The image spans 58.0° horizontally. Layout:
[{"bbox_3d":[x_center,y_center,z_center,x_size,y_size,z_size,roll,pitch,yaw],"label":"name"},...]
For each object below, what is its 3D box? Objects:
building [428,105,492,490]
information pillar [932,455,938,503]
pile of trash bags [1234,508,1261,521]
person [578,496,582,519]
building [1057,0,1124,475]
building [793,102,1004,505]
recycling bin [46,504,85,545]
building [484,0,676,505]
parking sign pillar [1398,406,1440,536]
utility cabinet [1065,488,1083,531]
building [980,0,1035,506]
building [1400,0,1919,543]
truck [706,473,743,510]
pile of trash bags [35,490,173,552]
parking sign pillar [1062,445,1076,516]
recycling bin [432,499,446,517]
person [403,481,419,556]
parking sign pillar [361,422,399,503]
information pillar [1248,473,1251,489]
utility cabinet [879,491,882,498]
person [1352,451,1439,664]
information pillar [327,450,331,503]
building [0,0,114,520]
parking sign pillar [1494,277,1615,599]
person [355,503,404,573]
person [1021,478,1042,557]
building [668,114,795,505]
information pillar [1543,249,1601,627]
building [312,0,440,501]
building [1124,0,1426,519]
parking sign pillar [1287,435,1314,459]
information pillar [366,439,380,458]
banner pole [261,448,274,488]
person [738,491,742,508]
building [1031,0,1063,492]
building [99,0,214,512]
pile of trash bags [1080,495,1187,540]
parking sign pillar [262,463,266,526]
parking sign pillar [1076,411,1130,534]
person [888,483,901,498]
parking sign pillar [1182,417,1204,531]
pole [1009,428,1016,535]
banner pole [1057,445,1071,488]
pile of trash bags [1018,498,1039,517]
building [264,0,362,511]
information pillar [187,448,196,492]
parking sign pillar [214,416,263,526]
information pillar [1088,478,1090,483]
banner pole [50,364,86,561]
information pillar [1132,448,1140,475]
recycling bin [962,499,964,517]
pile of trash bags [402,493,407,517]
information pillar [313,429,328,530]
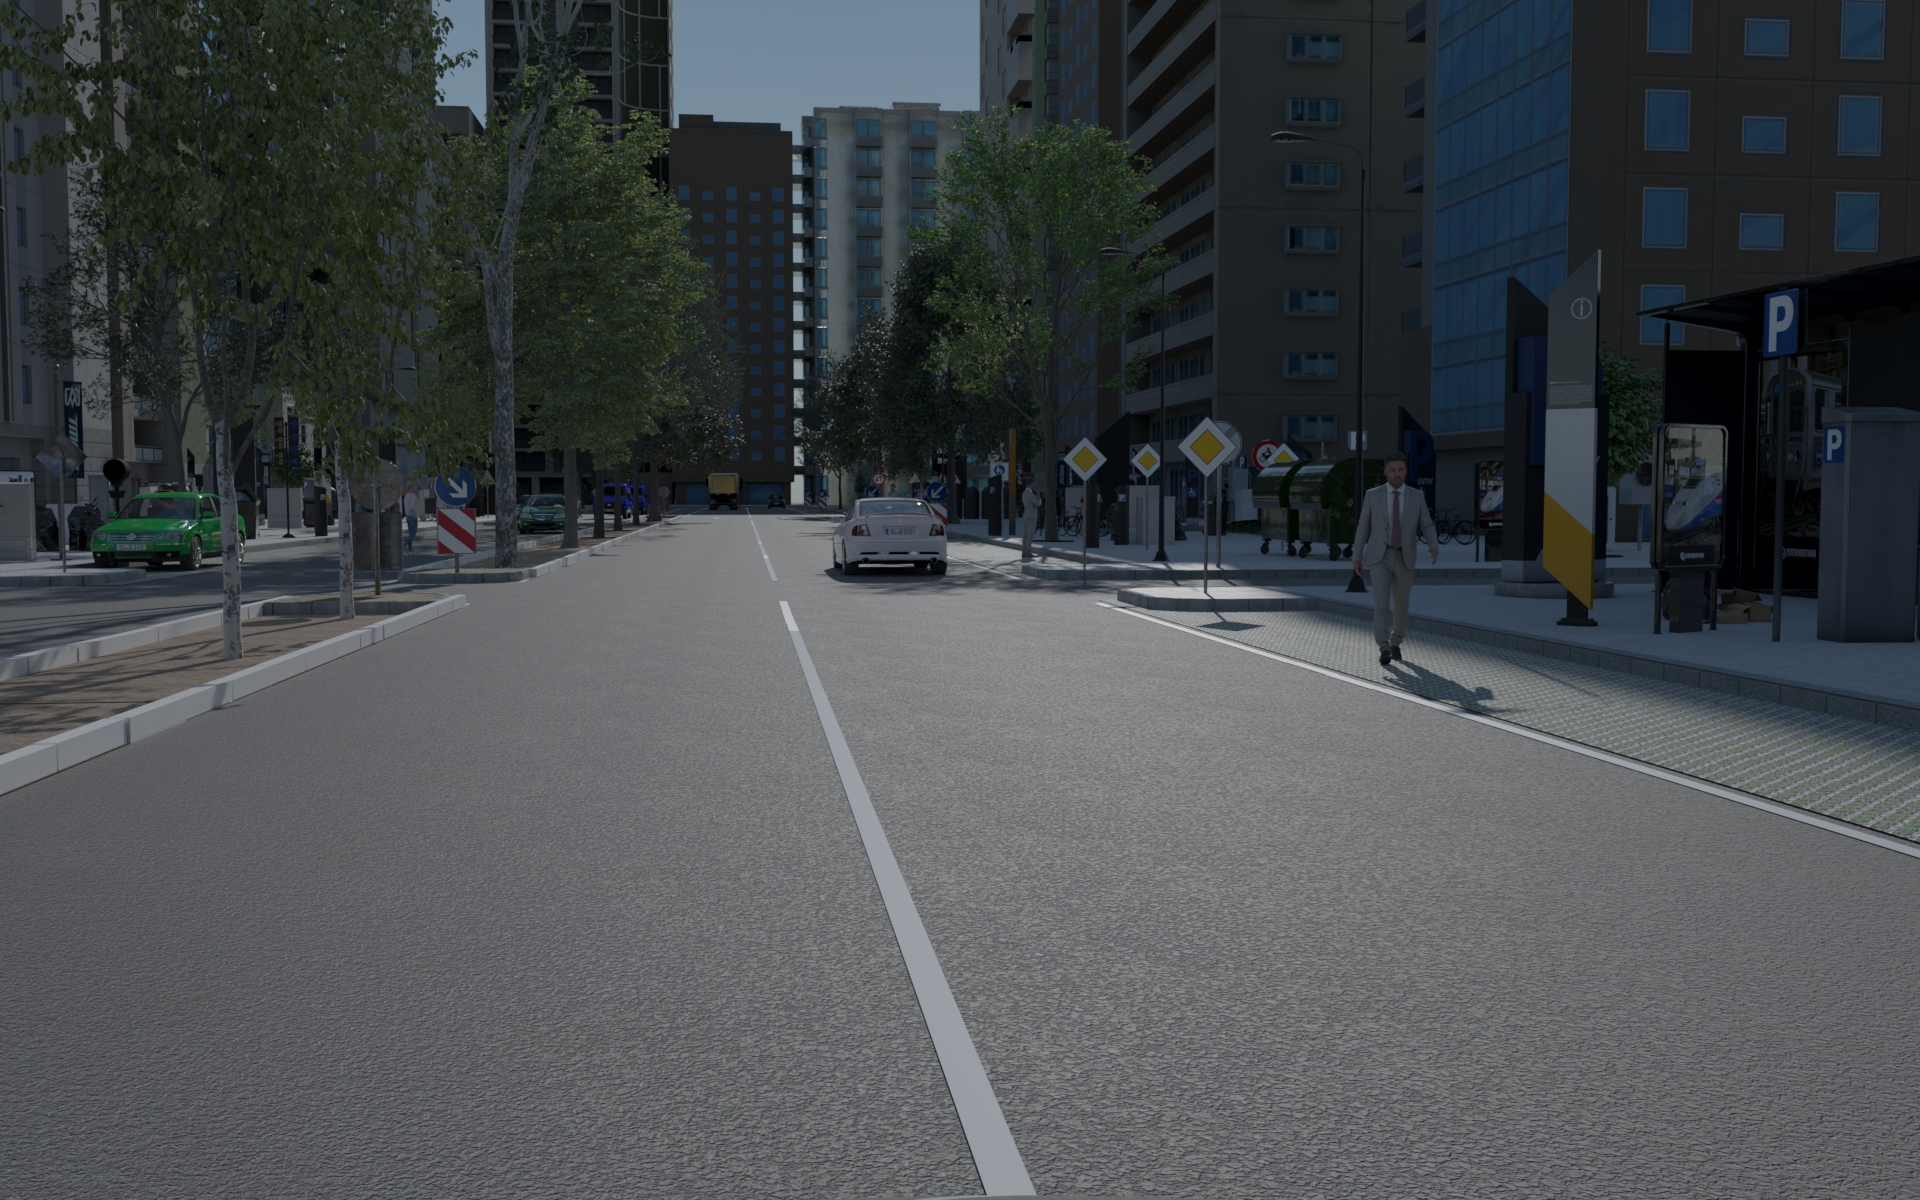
[{"bbox_3d":[-67.229,-35.617,206.031,21.600,48.544,21.300,0,4,-7],"label":"building"},{"bbox_3d":[-1.190,-5.509,81.425,0.183,3.616,0.504,2,4,24],"label":"information pillar"},{"bbox_3d":[10.891,-3.415,65.583,3.447,1.369,1.912,-1,4,-19],"label":"pile of trash bags"},{"bbox_3d":[-22.052,-5.357,100.330,0.306,1.304,0.590,1,4,21],"label":"person"},{"bbox_3d":[14.859,-28.702,119.387,14.600,45.320,14.200,0,4,-7],"label":"building"},{"bbox_3d":[-5.672,-36.395,214.667,30.456,49.044,23.786,0,4,-7],"label":"building"},{"bbox_3d":[-22.782,-1.938,44.246,0.722,1.027,0.722,1,4,14],"label":"recycling bin"},{"bbox_3d":[-44.933,-47.065,207.760,20.611,71.187,20.563,0,4,-7],"label":"building"},{"bbox_3d":[14.060,-3.965,53.307,1.447,3.967,1.447,-2,4,-34],"label":"parking sign pillar"},{"bbox_3d":[4.095,-3.091,59.221,0.318,1.500,1.173,-3,4,-36],"label":"utility cabinet"},{"bbox_3d":[16.788,-34.661,155.949,28.713,52.752,27.495,0,4,-7],"label":"building"},{"bbox_3d":[22.807,-24.562,51.694,14.200,45.320,14.600,0,4,-7],"label":"building"},{"bbox_3d":[-21.601,-9.941,158.454,3.469,3.379,9.791,0,4,-7],"label":"truck"},{"bbox_3d":[-19.639,-1.814,39.409,3.447,1.369,1.912,-1,4,-22],"label":"pile of trash bags"},{"bbox_3d":[6.310,-6.491,94.603,1.447,3.967,1.447,1,4,23],"label":"parking sign pillar"},{"bbox_3d":[-29.402,-5.205,97.655,0.722,1.027,0.722,-1,4,-12],"label":"recycling bin"},{"bbox_3d":[-12.738,-1.887,40.022,0.731,1.740,0.598,3,5,39],"label":"person"},{"bbox_3d":[-21.680,-4.662,64.694,1.447,3.967,1.447,0,4,-7],"label":"parking sign pillar"},{"bbox_3d":[10.064,-3.472,61.263,0.304,2.012,0.304,-3,5,-42],"label":"information pillar"},{"bbox_3d":[-5.005,-5.752,102.728,0.318,1.500,1.173,2,4,24],"label":"utility cabinet"},{"bbox_3d":[3.678,-0.360,14.666,0.678,1.792,0.850,0,4,8],"label":"person"},{"bbox_3d":[-33.755,-6.186,92.500,0.183,3.616,0.504,1,4,9],"label":"information pillar"},{"bbox_3d":[-44.330,-31.444,56.109,21.231,58.520,28.212,0,4,-7],"label":"building"},{"bbox_3d":[7.488,-2.035,21.738,1.447,3.967,1.447,-1,4,-21],"label":"parking sign pillar"},{"bbox_3d":[-10.373,-1.377,30.992,0.713,1.824,0.794,2,4,35],"label":"person"},{"bbox_3d":[1.637,-1.860,39.097,0.466,1.800,0.511,-2,4,-29],"label":"person"},{"bbox_3d":[-27.323,-34.123,208.018,14.200,45.320,14.600,0,4,-7],"label":"building"},{"bbox_3d":[5.953,-1.558,16.828,0.504,3.616,0.183,3,4,38],"label":"information pillar"},{"bbox_3d":[-59.938,-34.078,146.407,27.495,52.752,28.713,0,4,-7],"label":"building"},{"bbox_3d":[21.590,-28.746,93.706,21.300,48.544,21.600,0,4,-7],"label":"building"},{"bbox_3d":[15.312,-5.494,78.296,1.447,3.967,1.447,3,5,41],"label":"parking sign pillar"},{"bbox_3d":[-20.892,-4.298,61.626,0.504,3.616,0.183,0,4,-2],"label":"information pillar"},{"bbox_3d":[-37.270,-6.326,93.439,0.401,3.779,0.863,3,5,43],"label":"banner pole"},{"bbox_3d":[-23.030,-10.442,179.773,0.990,1.755,0.434,1,4,18],"label":"person"},{"bbox_3d":[12.396,-27.513,133.430,14.154,41.232,14.086,0,4,-7],"label":"building"},{"bbox_3d":[-46.826,-24.590,85.647,14.154,41.232,14.086,0,4,-7],"label":"building"},{"bbox_3d":[4.716,-2.365,48.428,1.912,1.369,3.447,-3,5,-45],"label":"pile of trash bags"},{"bbox_3d":[-28.979,-5.002,70.261,1.447,3.967,1.447,-2,4,-35],"label":"parking sign pillar"},{"bbox_3d":[4.844,-4.134,56.060,1.447,3.967,1.447,-2,4,-31],"label":"parking sign pillar"},{"bbox_3d":[-2.350,-3.203,60.956,0.616,1.811,0.778,2,4,26],"label":"person"},{"bbox_3d":[8.114,-4.396,60.349,1.447,3.967,1.447,1,4,9],"label":"parking sign pillar"},{"bbox_3d":[1.632,-3.674,53.913,0.158,3.312,0.155,0,3,0],"label":"pole"},{"bbox_3d":[5.397,-6.060,89.096,0.863,3.779,0.401,-1,4,-8],"label":"banner pole"},{"bbox_3d":[4.854,-5.327,96.841,3.447,1.369,1.912,1,4,14],"label":"pile of trash bags"},{"bbox_3d":[-52.822,-48.981,113.507,22.319,86.520,31.000,0,4,-7],"label":"building"},{"bbox_3d":[-38.946,-5.897,87.767,0.504,3.616,0.183,2,4,28],"label":"information pillar"},{"bbox_3d":[-25.046,-4.367,59.865,1.447,3.967,1.447,-1,4,-20],"label":"parking sign pillar"},{"bbox_3d":[6.094,-4.630,80.186,0.304,2.012,0.304,0,4,7],"label":"information pillar"},{"bbox_3d":[-17.334,-2.669,33.660,0.401,3.779,0.863,1,4,18],"label":"banner pole"},{"bbox_3d":[8.928,-5.903,87.865,0.504,3.616,0.183,-2,4,-33],"label":"information pillar"},{"bbox_3d":[-0.261,-5.230,98.065,0.722,1.027,0.722,3,5,41],"label":"recycling bin"},{"bbox_3d":[-31.519,-5.361,97.404,1.912,1.369,3.447,0,4,-7],"label":"pile of trash bags"},{"bbox_3d":[-23.124,-4.346,62.409,0.183,3.616,0.504,0,4,6],"label":"information pillar"}]
